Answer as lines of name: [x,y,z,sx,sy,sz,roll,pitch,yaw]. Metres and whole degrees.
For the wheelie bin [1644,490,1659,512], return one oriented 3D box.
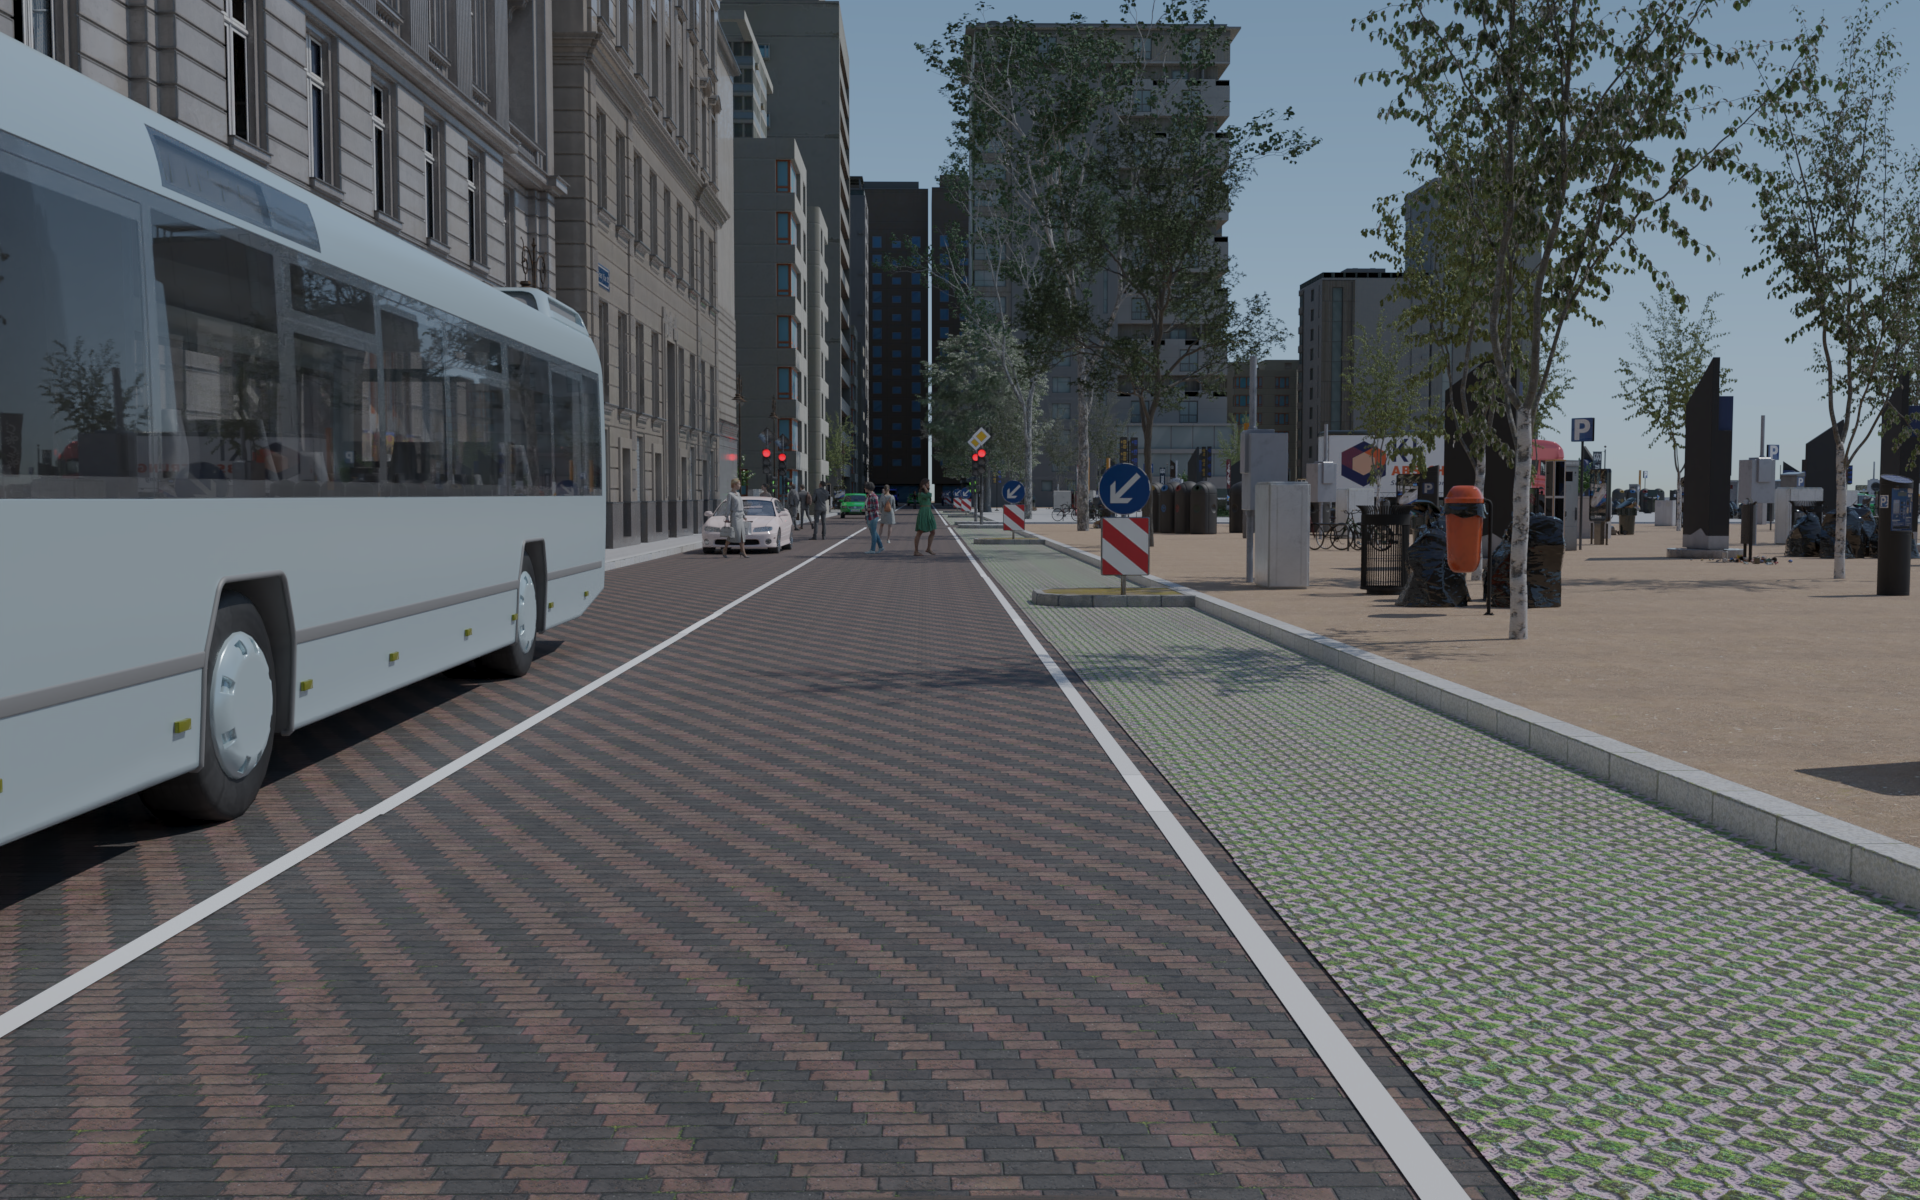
wheelie bin: [48.386,-6.926,121.148,0.980,1.594,0.693,1,4,20]

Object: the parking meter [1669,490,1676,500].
parking meter: [44.113,-6.043,107.222,0.372,1.533,0.369,0,3,0]

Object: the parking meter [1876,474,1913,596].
parking meter: [11.835,-0.826,21.923,0.372,1.533,0.369,0,3,0]

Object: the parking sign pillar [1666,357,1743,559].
parking sign pillar: [15.013,-2.833,34.785,1.447,3.967,1.447,0,4,1]

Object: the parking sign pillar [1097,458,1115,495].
parking sign pillar: [10.701,-8.476,127.056,1.447,3.967,1.447,0,4,-7]

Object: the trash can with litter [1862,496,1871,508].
trash can with litter: [69.018,-7.292,130.282,1.678,1.210,2.233,-1,4,-21]

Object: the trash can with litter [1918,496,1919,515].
trash can with litter: [63.315,-6.280,113.736,1.678,1.210,2.233,-1,4,-15]

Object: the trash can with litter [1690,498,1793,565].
trash can with litter: [14.717,-1.306,32.415,1.678,1.210,2.233,1,4,14]

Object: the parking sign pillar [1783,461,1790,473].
parking sign pillar: [67.573,-9.322,140.893,1.447,3.967,1.447,3,4,39]

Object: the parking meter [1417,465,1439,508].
parking meter: [9.413,-1.782,34.845,0.399,1.863,0.255,1,4,22]

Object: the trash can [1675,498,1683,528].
trash can: [27.783,-3.350,66.430,0.748,1.137,0.748,0,3,0]

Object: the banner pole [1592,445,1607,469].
banner pole: [32.962,-6.066,89.199,0.863,3.779,0.401,0,4,1]

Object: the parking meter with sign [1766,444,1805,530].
parking meter with sign: [28.925,-3.911,60.208,0.543,3.016,1.738,-2,4,-25]

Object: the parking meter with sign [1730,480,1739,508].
parking meter with sign: [42.200,-6.021,94.704,1.738,3.016,0.543,2,4,33]

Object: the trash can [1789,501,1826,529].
trash can: [18.367,-1.586,37.584,0.748,1.137,0.748,0,3,0]

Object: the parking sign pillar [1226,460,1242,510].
parking sign pillar: [20.047,-8.396,125.743,1.447,3.967,1.447,1,4,22]

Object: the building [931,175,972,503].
building: [3.074,-36.428,245.712,14.200,45.320,14.600,0,4,-1]

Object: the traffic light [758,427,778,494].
traffic light: [-8.030,-5.101,72.322,0.839,4.253,0.868,0,4,-1]

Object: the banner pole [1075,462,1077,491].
banner pole: [9.030,-8.797,133.854,0.401,3.779,0.863,1,4,21]

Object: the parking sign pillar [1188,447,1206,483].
parking sign pillar: [13.497,-6.781,99.335,1.447,3.967,1.447,-1,4,-16]

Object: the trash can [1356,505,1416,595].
trash can: [5.446,-0.644,22.189,0.748,1.137,0.748,0,3,0]

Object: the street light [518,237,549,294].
street light: [-7.676,-3.583,31.364,0.468,5.910,1.993,0,4,-1]

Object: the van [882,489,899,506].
van: [-8.279,-12.255,204.755,2.240,2.365,5.245,0,4,-1]

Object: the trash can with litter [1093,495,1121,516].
trash can with litter: [8.511,-5.601,102.629,2.233,1.210,1.678,0,4,7]

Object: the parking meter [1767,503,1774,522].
parking meter: [37.901,-4.604,80.981,0.255,1.863,0.399,3,5,40]

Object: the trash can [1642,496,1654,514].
trash can: [45.247,-6.253,113.886,0.748,1.137,0.748,0,3,0]

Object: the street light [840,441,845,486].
street light: [-10.035,-10.763,148.762,0.468,5.910,1.993,0,4,-1]

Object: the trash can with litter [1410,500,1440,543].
trash can with litter: [9.108,-1.359,33.602,0.624,1.170,1.055,3,5,43]

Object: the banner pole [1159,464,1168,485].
banner pole: [16.877,-9.359,143.036,0.863,3.779,0.401,1,4,15]

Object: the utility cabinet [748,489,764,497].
utility cabinet: [-9.477,-4.388,80.424,0.318,1.500,1.173,1,4,19]

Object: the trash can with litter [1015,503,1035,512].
trash can with litter: [4.355,-7.027,125.942,2.233,1.210,1.678,0,4,2]

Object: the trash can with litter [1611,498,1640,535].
trash can with litter: [20.627,-2.612,54.095,1.055,1.170,0.624,0,4,-5]

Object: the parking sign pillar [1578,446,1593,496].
parking sign pillar: [34.919,-6.607,96.489,1.447,3.967,1.447,0,4,-6]

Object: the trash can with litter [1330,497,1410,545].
trash can with litter: [10.664,-2.037,44.369,1.678,1.210,2.233,2,4,29]

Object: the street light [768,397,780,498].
street light: [-8.645,-6.597,80.646,0.468,5.910,1.993,0,4,-1]

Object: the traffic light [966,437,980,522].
traffic light: [0.713,-5.602,80.506,0.839,4.253,0.868,0,4,-1]

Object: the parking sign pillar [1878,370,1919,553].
parking sign pillar: [20.872,-3.058,38.464,1.447,3.967,1.447,1,4,11]

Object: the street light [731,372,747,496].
street light: [-8.351,-5.684,65.721,0.468,5.910,1.993,0,4,-1]

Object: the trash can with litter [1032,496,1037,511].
trash can with litter: [5.638,-7.418,132.671,0.624,1.170,1.055,-1,4,-20]

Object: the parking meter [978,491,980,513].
parking meter: [1.410,-6.831,120.095,0.372,1.533,0.369,0,3,0]

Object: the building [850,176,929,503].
building: [-11.608,-36.482,246.597,14.200,45.320,14.600,0,4,-1]

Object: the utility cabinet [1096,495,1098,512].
utility cabinet: [9.544,-6.720,121.033,1.020,1.237,0.306,-2,4,-35]

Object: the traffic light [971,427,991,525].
traffic light: [0.879,-5.113,72.522,0.839,4.253,0.868,0,4,-1]

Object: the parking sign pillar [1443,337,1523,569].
parking sign pillar: [9.140,-2.553,30.218,1.447,3.967,1.447,3,5,40]

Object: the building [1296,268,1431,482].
building: [52.306,-27.769,225.725,14.107,30.474,14.160,0,4,-1]

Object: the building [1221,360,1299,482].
building: [52.123,-25.037,254.400,28.899,21.520,27.650,0,4,-1]

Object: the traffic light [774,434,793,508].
traffic light: [-8.196,-5.589,80.306,0.839,4.253,0.868,0,4,-1]

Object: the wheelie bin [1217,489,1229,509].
wheelie bin: [14.755,-5.521,98.180,0.980,1.594,0.693,0,4,0]

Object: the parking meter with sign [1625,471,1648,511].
parking meter with sign: [50.904,-8.224,130.729,0.543,3.016,1.738,-3,5,-41]

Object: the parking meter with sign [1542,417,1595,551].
parking meter with sign: [13.569,-2.619,39.082,1.738,3.016,0.543,-3,4,-39]

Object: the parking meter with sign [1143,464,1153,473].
parking meter with sign: [10.797,-6.341,99.934,0.543,3.016,1.738,0,4,2]

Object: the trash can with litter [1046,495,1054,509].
trash can with litter: [7.740,-8.269,146.251,1.678,1.210,2.233,2,4,28]

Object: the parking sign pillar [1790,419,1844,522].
parking sign pillar: [31.164,-4.535,62.620,1.447,3.967,1.447,0,4,2]

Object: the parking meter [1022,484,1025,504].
parking meter: [3.891,-5.926,102.609,0.399,1.863,0.255,-1,4,-15]
